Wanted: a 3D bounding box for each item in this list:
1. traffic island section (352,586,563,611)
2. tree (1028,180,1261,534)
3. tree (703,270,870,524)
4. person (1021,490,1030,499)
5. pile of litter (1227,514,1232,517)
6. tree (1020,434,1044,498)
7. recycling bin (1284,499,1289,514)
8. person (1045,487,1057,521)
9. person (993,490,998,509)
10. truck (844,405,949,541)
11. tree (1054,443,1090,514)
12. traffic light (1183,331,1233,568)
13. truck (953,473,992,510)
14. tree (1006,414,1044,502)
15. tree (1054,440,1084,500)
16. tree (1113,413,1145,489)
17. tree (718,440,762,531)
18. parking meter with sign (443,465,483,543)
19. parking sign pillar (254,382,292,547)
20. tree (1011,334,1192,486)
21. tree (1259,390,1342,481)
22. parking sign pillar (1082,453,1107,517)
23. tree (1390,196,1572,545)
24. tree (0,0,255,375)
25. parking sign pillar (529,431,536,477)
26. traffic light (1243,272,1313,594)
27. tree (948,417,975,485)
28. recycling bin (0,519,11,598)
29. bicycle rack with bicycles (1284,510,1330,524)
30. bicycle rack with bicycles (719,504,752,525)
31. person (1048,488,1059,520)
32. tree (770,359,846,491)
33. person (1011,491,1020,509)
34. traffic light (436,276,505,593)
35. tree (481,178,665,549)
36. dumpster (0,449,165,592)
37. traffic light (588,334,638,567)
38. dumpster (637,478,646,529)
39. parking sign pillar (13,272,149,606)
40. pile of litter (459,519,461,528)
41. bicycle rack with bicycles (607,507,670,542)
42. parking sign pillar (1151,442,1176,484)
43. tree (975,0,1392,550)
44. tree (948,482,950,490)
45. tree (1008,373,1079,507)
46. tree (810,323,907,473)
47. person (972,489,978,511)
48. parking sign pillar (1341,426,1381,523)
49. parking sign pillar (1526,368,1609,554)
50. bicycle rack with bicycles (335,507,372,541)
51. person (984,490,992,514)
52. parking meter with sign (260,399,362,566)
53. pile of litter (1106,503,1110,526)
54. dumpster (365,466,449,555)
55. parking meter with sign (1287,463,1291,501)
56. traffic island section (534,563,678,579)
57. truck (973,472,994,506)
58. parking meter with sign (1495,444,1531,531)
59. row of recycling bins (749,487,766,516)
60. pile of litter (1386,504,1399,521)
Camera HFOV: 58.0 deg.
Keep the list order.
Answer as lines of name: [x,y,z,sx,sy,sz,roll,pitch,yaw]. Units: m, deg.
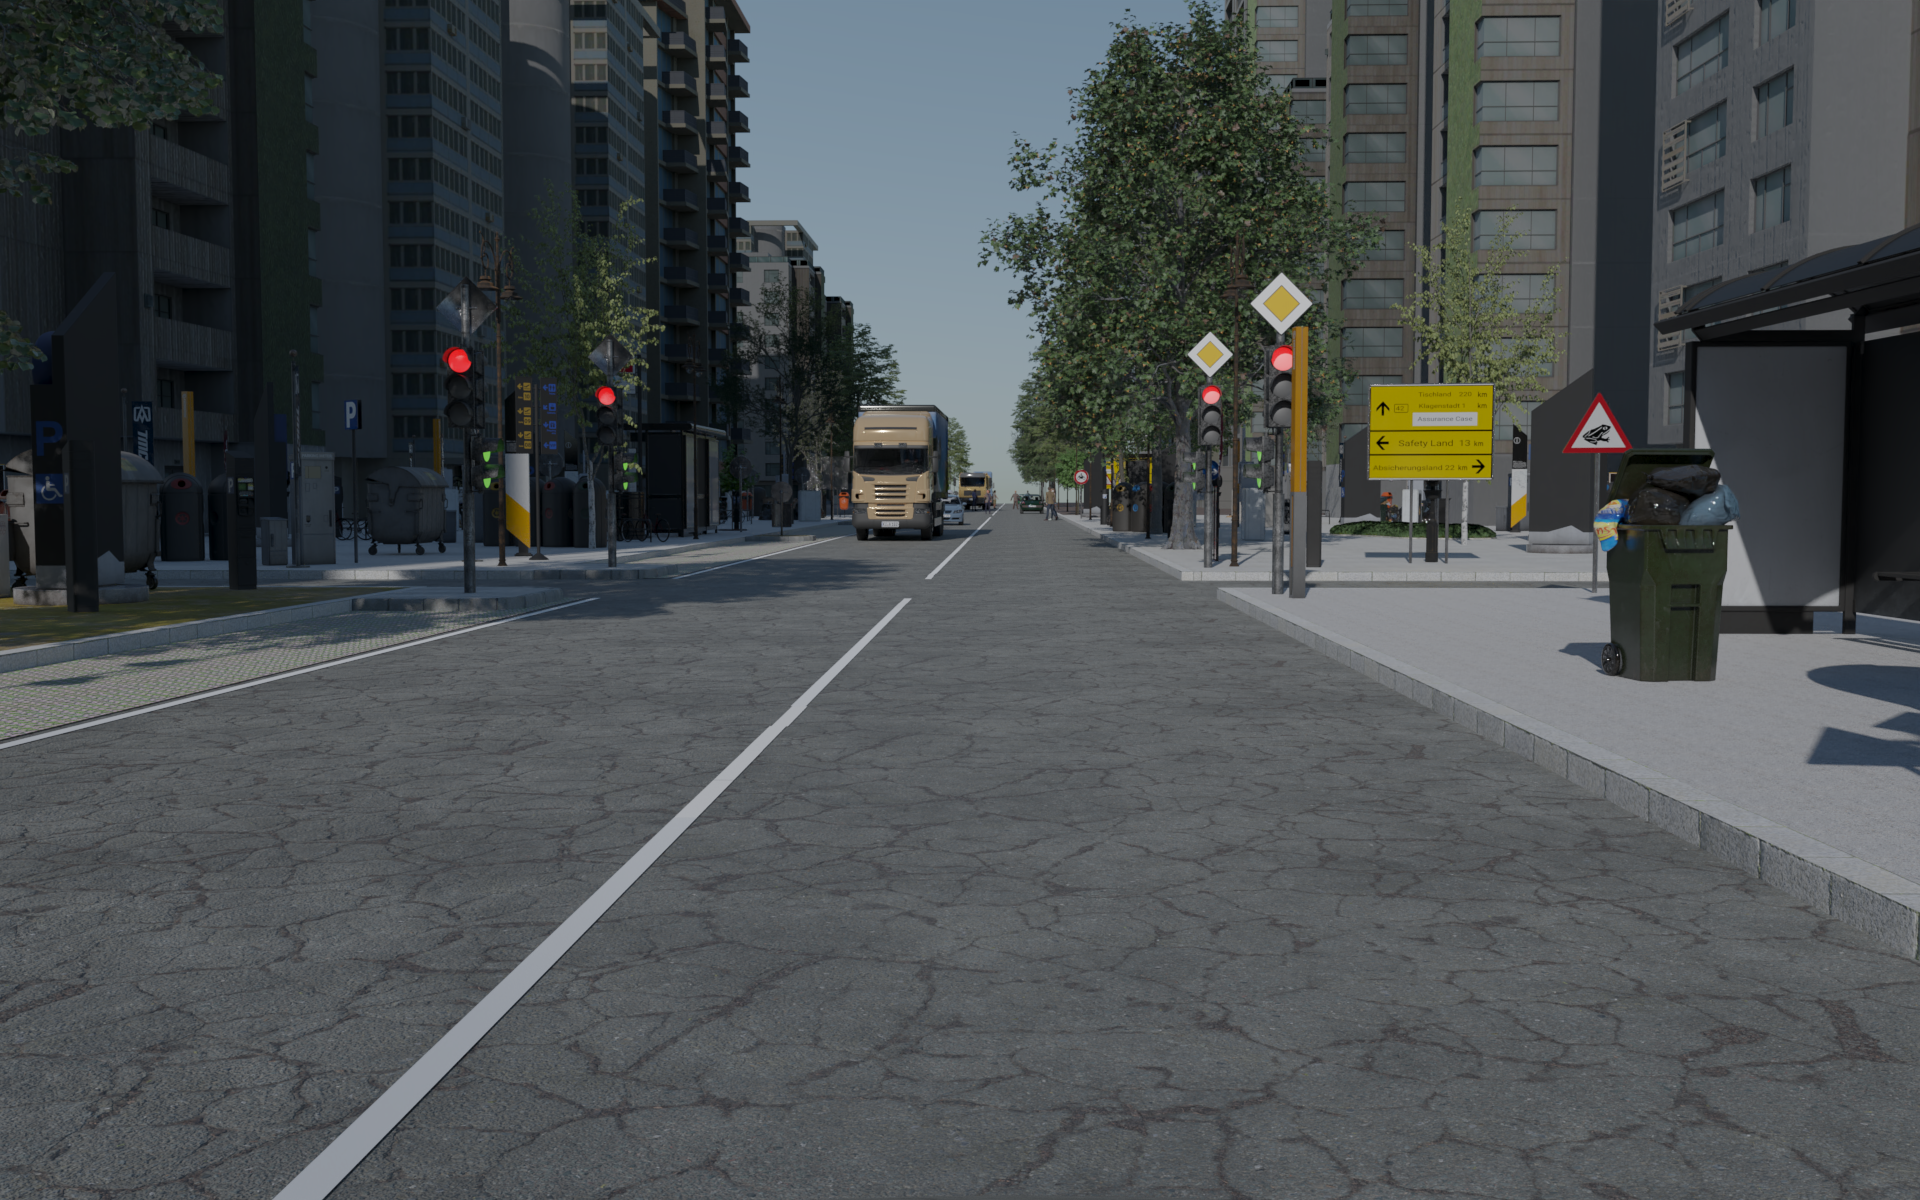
traffic island section: [-6.393,-0.015,22.534,2.009,0.180,2.903,0,4,2]
tree: [6.013,-8.396,55.396,7.486,12.596,7.792,0,3,0]
tree: [-7.436,-8.498,73.359,8.767,10.594,7.601,2,4,33]
person: [7.120,-10.614,182.117,1.350,1.814,0.705,-1,4,-9]
pile of litter: [15.370,-4.955,94.980,1.176,0.858,1.719,-2,4,-33]
tree: [12.005,-19.956,252.040,9.928,11.665,9.643,0,3,0]
recycling bin: [14.861,-4.178,80.864,0.722,1.027,0.722,-3,5,-44]
person: [4.931,-5.222,93.785,0.836,1.842,0.656,2,4,31]
person: [3.416,-9.790,168.571,0.705,1.824,1.348,-1,4,-19]
truck: [-1.874,-4.142,56.639,2.839,4.237,11.283,0,4,2]
tree: [7.553,-7.806,111.349,4.285,4.588,4.351,0,3,0]
traffic light: [4.303,-2.517,30.071,0.839,4.253,0.868,0,4,2]
truck: [1.334,-9.935,158.360,3.469,3.379,9.791,0,4,3]
tree: [11.309,-20.020,237.689,12.009,13.543,11.850,0,3,0]
tree: [9.123,-11.066,131.290,4.360,8.622,3.978,0,3,0]
tree: [7.551,-8.053,82.032,4.737,8.622,4.395,0,3,0]
tree: [-8.047,-4.039,60.634,1.663,3.219,1.824,0,3,0]
parking meter with sign: [-12.755,-3.019,45.620,1.738,3.016,0.543,-1,4,-12]
parking sign pillar: [-16.867,-3.296,42.365,1.447,3.967,1.447,-3,4,-36]
tree: [6.833,-8.571,74.541,7.601,10.594,8.767,2,4,23]
tree: [17.002,-8.372,87.245,4.360,8.622,3.978,0,3,0]
parking sign pillar: [7.452,-6.545,95.486,1.447,3.967,1.447,3,5,41]
tree: [13.059,-5.711,43.735,4.737,8.622,4.395,0,3,0]
tree: [-9.573,-6.436,11.887,9.857,13.997,8.962,0,3,0]
parking sign pillar: [-13.319,-3.920,52.559,1.447,3.967,1.447,-2,4,-35]
traffic light: [4.053,-2.029,22.089,0.839,4.253,0.868,0,4,2]
tree: [-1.436,-20.575,254.533,7.486,12.596,7.792,0,3,0]
recycling bin: [-12.184,-0.530,21.224,0.722,1.027,0.722,0,4,-1]
bicycle rack with bicycles: [14.417,-3.677,73.504,2.852,0.926,2.925,-1,4,-17]
bicycle rack with bicycles: [-10.318,-3.678,73.515,2.852,0.926,2.925,3,5,43]
person: [5.155,-5.275,95.340,0.643,1.750,0.593,0,4,-2]
tree: [-7.645,-8.546,90.086,4.360,8.622,3.978,0,3,0]
person: [5.232,-9.430,163.235,0.990,1.755,0.434,1,4,18]
traffic light: [-6.353,-2.048,22.398,0.839,4.253,0.868,0,4,2]
tree: [-8.722,-5.498,40.248,4.737,8.622,4.395,0,3,0]
dumpster: [-11.366,-1.024,22.496,1.264,1.857,1.865,0,4,2]
traffic light: [-6.104,-2.536,30.379,0.839,4.253,0.868,0,4,2]
dumpster: [-10.968,-3.445,62.092,1.264,1.857,1.865,0,4,2]
parking sign pillar: [-10.452,-1.959,20.503,1.447,3.967,1.447,0,4,0]
pile of litter: [-18.862,-3.178,65.933,1.719,0.858,1.176,-3,5,-39]
bicycle rack with bicycles: [-9.443,-2.013,46.290,2.852,0.926,2.925,-3,4,-38]
parking sign pillar: [10.149,-5.944,85.661,1.447,3.967,1.447,-1,4,-12]
tree: [5.186,-7.532,40.163,9.611,12.733,9.660,0,3,0]
tree: [-2.106,-14.884,237.949,1.663,3.219,1.824,0,3,0]
tree: [9.306,-16.286,172.925,9.857,13.997,8.962,0,3,0]
tree: [-6.974,-12.055,115.223,7.486,12.596,7.792,0,3,0]
person: [1.310,-8.242,143.127,0.599,1.838,0.709,2,4,31]
parking sign pillar: [14.024,-4.409,60.562,1.447,3.967,1.447,0,4,-6]
parking sign pillar: [13.136,-3.013,37.734,1.447,3.967,1.447,3,4,36]
bicycle rack with bicycles: [-16.500,-2.149,48.523,2.925,0.926,2.852,1,4,22]
person: [2.034,-7.087,124.907,0.617,1.759,0.750,0,4,-5]
parking meter with sign: [-11.826,-2.159,31.560,1.738,3.016,0.543,-3,5,-44]
pile of litter: [6.551,-3.472,70.740,1.176,0.858,1.719,2,4,31]
dumpster: [-11.780,-1.904,36.886,1.264,1.857,1.865,0,4,2]
parking meter with sign: [19.022,-6.247,98.402,0.543,3.016,1.738,1,4,23]
traffic island section: [-6.143,-0.504,30.515,2.009,0.180,2.903,0,4,2]
truck: [2.969,-13.613,212.329,2.967,4.110,18.799,0,4,3]
parking meter with sign: [19.322,-3.895,59.952,1.738,3.016,0.543,-2,4,-30]
row of recycling bins: [-11.820,-5.753,101.172,1.069,1.692,3.534,0,4,-6]
pile of litter: [18.382,-3.699,74.451,1.719,0.858,1.176,-3,4,-36]
